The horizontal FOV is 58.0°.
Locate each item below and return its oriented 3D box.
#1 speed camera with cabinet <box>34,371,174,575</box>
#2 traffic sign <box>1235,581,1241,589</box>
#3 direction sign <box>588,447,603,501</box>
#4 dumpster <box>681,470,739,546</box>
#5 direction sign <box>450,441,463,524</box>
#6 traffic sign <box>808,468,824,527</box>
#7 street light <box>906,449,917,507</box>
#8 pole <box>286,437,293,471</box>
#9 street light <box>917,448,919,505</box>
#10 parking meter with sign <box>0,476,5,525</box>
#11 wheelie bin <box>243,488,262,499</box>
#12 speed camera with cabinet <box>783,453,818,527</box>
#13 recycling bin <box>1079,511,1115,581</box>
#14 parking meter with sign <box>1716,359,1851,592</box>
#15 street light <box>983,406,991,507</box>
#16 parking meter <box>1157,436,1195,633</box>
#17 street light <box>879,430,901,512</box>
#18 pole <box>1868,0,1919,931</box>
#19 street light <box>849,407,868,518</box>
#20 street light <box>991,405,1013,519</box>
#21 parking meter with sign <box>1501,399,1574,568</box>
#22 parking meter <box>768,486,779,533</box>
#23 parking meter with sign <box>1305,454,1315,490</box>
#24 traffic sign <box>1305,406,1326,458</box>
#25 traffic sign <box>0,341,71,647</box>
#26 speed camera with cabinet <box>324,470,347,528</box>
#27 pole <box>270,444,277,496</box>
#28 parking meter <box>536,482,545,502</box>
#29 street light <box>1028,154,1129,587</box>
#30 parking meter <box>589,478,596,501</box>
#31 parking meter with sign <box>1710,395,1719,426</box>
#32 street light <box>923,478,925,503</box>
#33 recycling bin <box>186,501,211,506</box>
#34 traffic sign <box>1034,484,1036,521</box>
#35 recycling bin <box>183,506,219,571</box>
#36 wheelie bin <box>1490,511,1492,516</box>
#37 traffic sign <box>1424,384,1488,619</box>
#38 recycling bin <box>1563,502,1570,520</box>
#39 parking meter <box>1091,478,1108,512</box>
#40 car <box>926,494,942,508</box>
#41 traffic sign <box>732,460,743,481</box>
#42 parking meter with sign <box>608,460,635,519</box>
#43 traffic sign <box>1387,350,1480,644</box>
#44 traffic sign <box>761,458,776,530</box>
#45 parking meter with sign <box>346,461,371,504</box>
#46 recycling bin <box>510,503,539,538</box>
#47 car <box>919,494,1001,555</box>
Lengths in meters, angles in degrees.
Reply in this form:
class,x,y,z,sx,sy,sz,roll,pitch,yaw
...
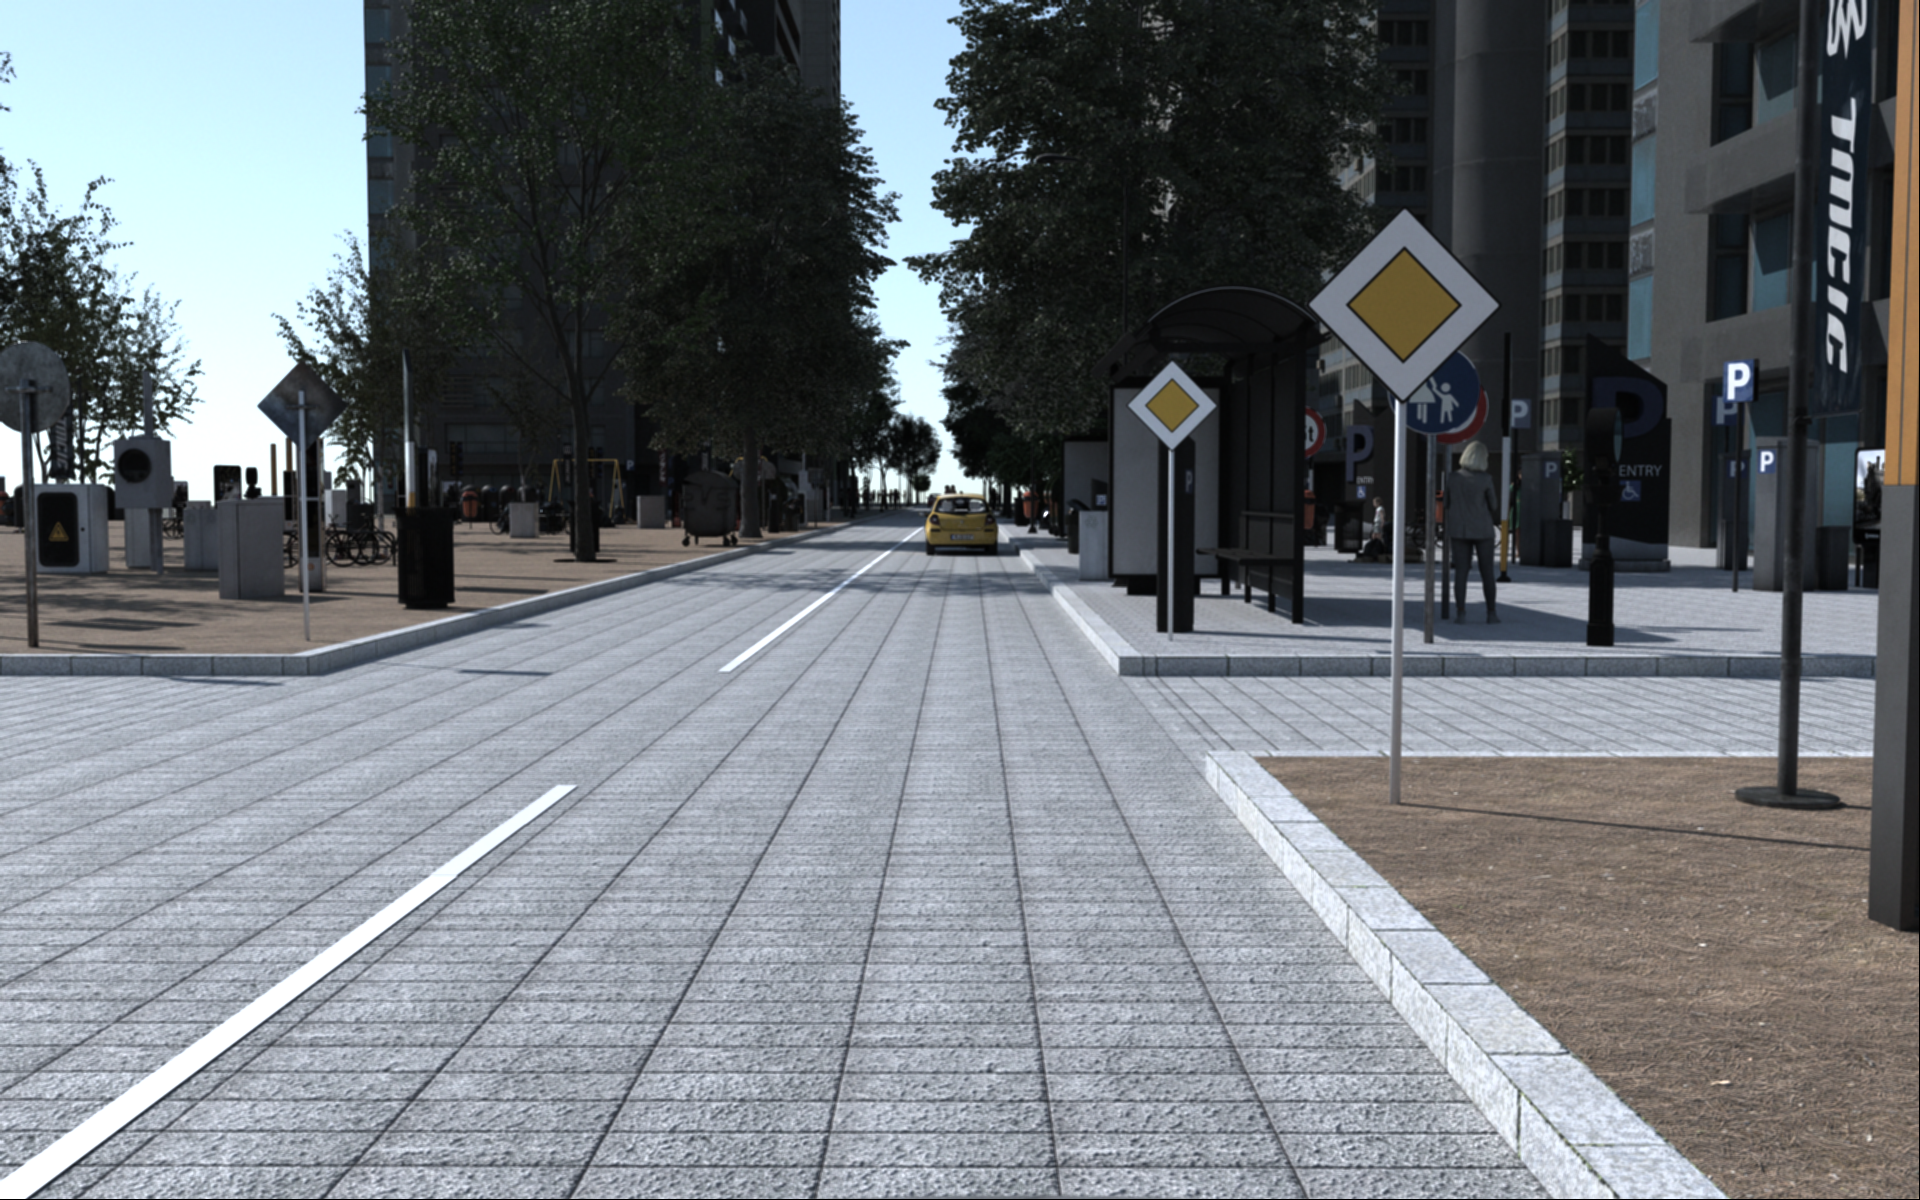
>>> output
class,x,y,z,sx,sy,sz,roll,pitch,yaw
speed camera with cabinet,-13.769,-2.043,27.745,2.038,3.252,0.660,0,4,1
traffic sign,3.763,-1.423,23.364,0.768,2.556,0.104,0,4,8
direction sign,-17.595,-5.607,83.664,0.379,3.537,0.876,3,4,38
dumpster,-6.223,-2.281,43.059,1.264,1.857,1.865,0,3,0
direction sign,-21.675,-5.053,74.607,0.379,3.537,0.876,1,4,18
traffic sign,-5.552,-3.947,66.661,0.606,2.300,0.079,0,4,3
street light,-4.928,-11.314,157.519,1.470,5.913,1.316,0,4,0
pole,-24.118,-4.189,62.326,0.158,3.312,0.155,0,3,0
street light,-4.788,-12.361,174.645,1.470,5.913,1.316,0,4,0
parking meter with sign,-39.791,-4.602,71.504,1.738,3.016,0.543,-2,4,-29
wheelie bin,-35.077,-4.779,86.050,0.980,1.594,0.693,-1,4,-14
speed camera with cabinet,-6.255,-4.508,68.045,0.660,3.252,2.038,1,4,22
recycling bin,2.136,-0.810,25.796,0.722,1.027,0.722,0,4,3
parking meter with sign,10.948,-1.628,22.877,1.738,3.016,0.543,-1,4,-18
street light,2.032,-7.188,90.062,1.470,5.913,1.316,0,4,0
parking meter,2.014,-0.638,16.136,0.255,1.863,0.399,2,4,27
street light,-5.105,-9.291,124.452,1.470,5.913,1.316,0,4,0
pole,2.827,-0.686,5.060,0.158,3.312,0.155,0,3,0
street light,-5.177,-7.289,91.720,1.470,5.913,1.316,0,4,0
street light,1.833,-5.138,56.555,1.470,5.913,1.316,0,4,0
parking meter with sign,10.347,-2.119,30.914,0.543,3.016,1.738,-1,4,-13
parking meter,-6.154,-2.981,57.155,0.372,1.533,0.369,0,3,0
parking meter with sign,12.173,-3.940,60.685,0.543,3.016,1.738,1,4,14
traffic sign,4.879,-1.523,25.000,0.768,2.556,0.104,0,4,7
traffic sign,-7.772,-0.877,14.449,0.768,2.556,0.104,1,4,9
speed camera with cabinet,-24.119,-4.395,66.191,0.660,3.252,2.038,-3,5,-42
pole,-27.751,-4.663,70.075,0.158,3.312,0.155,0,3,0
parking meter,-20.521,-4.828,84.654,0.399,1.863,0.255,2,4,35
street light,1.732,-3.137,23.824,1.470,5.913,1.316,0,4,0
parking meter,-13.389,-3.483,62.666,0.399,1.863,0.255,0,4,-7
parking meter with sign,13.258,-2.047,29.725,0.543,3.016,1.738,1,4,16
street light,-4.670,-14.372,207.523,1.470,5.913,1.316,0,4,0
recycling bin,-29.100,-3.283,66.229,0.722,1.027,0.722,-1,4,-8
traffic sign,3.596,-5.070,82.998,0.768,2.556,0.104,0,4,1
recycling bin,-12.573,-1.019,29.218,0.722,1.027,0.722,1,4,10
wheelie bin,19.109,-3.406,63.596,0.980,1.594,0.693,-1,4,-18
traffic sign,4.988,-1.078,17.724,0.768,2.556,0.104,0,4,2
recycling bin,20.281,-2.828,58.790,0.722,1.027,0.722,2,4,26
parking meter,2.276,-1.178,27.678,0.372,1.533,0.369,0,3,0
car,-2.560,-10.755,184.878,2.155,1.783,4.494,0,4,-1
traffic sign,-8.154,-3.959,64.841,0.768,2.556,0.104,1,4,9
parking meter with sign,-17.388,-5.648,88.612,1.738,3.016,0.543,3,5,43
traffic sign,4.033,-0.900,14.822,0.768,2.556,0.104,0,4,8
traffic sign,-6.987,-3.767,61.593,0.884,2.594,0.081,1,4,10
parking meter with sign,-31.493,-5.730,89.944,1.738,3.016,0.543,-1,4,-12
recycling bin,-12.749,-2.333,50.705,0.722,1.027,0.722,0,4,-3
car,0.006,-1.948,42.070,2.015,1.641,3.980,0,4,-1
